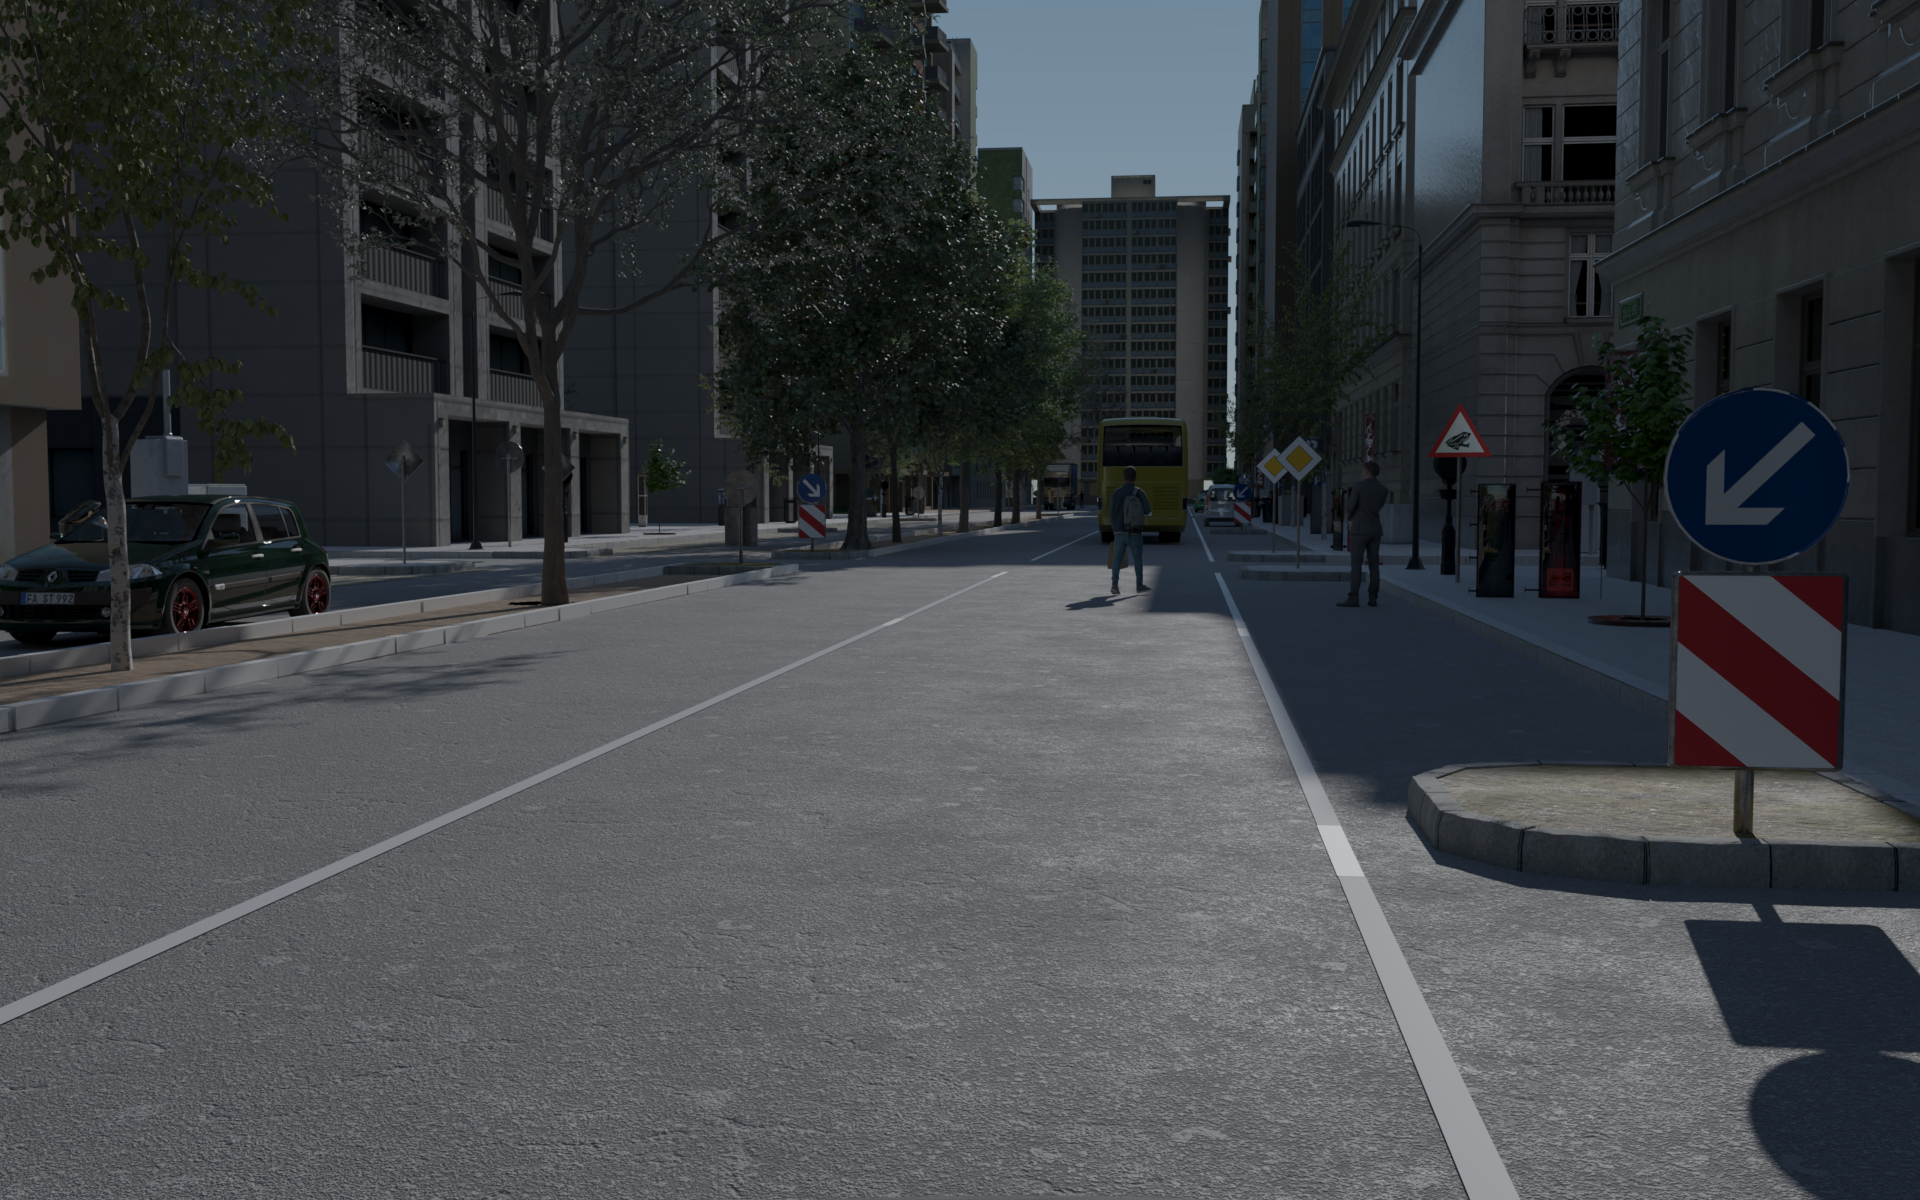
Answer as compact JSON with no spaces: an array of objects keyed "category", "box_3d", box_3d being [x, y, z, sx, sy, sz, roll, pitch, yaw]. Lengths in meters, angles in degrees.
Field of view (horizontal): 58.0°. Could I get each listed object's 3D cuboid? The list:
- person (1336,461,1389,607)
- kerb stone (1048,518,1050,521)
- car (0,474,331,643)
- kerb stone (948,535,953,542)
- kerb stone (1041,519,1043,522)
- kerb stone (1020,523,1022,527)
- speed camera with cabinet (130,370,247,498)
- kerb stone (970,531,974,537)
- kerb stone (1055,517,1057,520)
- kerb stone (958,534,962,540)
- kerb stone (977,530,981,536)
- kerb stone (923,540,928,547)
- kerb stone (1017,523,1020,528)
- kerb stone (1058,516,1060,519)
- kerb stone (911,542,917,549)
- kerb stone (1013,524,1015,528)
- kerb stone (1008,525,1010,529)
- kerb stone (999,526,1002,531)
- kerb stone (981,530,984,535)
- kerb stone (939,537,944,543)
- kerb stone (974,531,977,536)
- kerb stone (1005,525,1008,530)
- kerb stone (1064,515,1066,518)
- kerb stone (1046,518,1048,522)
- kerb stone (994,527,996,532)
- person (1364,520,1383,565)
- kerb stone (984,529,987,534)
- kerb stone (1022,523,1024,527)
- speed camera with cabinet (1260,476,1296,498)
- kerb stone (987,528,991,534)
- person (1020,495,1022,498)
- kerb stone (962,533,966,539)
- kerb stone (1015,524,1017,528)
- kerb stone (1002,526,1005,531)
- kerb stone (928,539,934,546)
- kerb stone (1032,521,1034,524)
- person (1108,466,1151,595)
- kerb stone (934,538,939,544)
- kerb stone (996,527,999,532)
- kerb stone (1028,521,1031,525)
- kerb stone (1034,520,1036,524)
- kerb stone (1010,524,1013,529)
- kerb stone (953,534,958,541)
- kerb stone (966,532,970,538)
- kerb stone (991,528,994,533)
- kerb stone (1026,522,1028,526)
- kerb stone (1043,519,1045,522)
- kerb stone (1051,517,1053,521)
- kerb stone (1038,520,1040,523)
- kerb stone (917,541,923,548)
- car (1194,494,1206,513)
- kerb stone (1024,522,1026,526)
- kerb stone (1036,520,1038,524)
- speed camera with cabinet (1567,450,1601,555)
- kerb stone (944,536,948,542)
[{"category":"person","box_3d":[5.125,-0.845,22.128,0.655,1.846,0.447,-2,4,-24]},{"category":"kerb stone","box_3d":[4.423,-4.137,89.845,0.120,0.150,1.000,0,4,7]},{"category":"car","box_3d":[-8.080,-0.491,17.821,2.009,1.686,4.222,0,4,7]},{"category":"kerb stone","box_3d":[-0.414,-1.835,52.194,0.120,0.150,1.000,0,4,7]},{"category":"kerb stone","box_3d":[3.898,-3.878,85.774,0.120,0.150,1.000,0,4,7]},{"category":"kerb stone","box_3d":[2.471,-3.203,74.562,0.120,0.150,1.000,0,4,7]},{"category":"speed camera with cabinet","box_3d":[-12.608,-2.081,28.358,0.660,3.252,2.038,1,4,17]},{"category":"kerb stone","box_3d":[0.248,-2.143,57.287,0.120,0.150,1.000,0,4,7]},{"category":"kerb stone","box_3d":[5.075,-4.449,94.937,0.120,0.150,1.000,0,4,7]},{"category":"kerb stone","box_3d":[-0.145,-1.960,54.236,0.120,0.150,1.000,0,4,7]},{"category":"kerb stone","box_3d":[0.501,-2.271,59.321,0.120,0.150,1.000,0,4,7]},{"category":"kerb stone","box_3d":[-1.061,-1.521,47.095,0.120,0.150,1.000,0,4,7]},{"category":"kerb stone","box_3d":[2.333,-3.141,73.548,0.120,0.150,1.000,0,4,7]},{"category":"kerb stone","box_3d":[5.335,-4.570,96.967,0.120,0.150,1.000,0,4,7]},{"category":"kerb stone","box_3d":[-1.325,-1.399,45.068,0.120,0.150,1.000,0,4,7]},{"category":"kerb stone","box_3d":[2.067,-3.017,71.519,0.120,0.150,1.000,0,4,7]},{"category":"kerb stone","box_3d":[1.797,-2.892,69.485,0.120,0.150,1.000,0,4,7]},{"category":"kerb stone","box_3d":[1.417,-2.706,66.434,0.120,0.150,1.000,0,4,7]},{"category":"kerb stone","box_3d":[0.637,-2.333,60.341,0.120,0.150,1.000,0,4,7]},{"category":"kerb stone","box_3d":[-0.674,-1.707,50.153,0.120,0.150,1.000,0,4,7]},{"category":"kerb stone","box_3d":[0.366,-2.208,58.303,0.120,0.150,1.000,0,4,7]},{"category":"kerb stone","box_3d":[1.683,-2.830,68.461,0.120,0.150,1.000,0,4,7]},{"category":"kerb stone","box_3d":[5.986,-4.884,102.060,0.120,0.150,1.000,0,4,7]},{"category":"kerb stone","box_3d":[4.292,-4.069,88.832,0.120,0.150,1.000,0,4,7]},{"category":"kerb stone","box_3d":[1.150,-2.580,64.407,0.120,0.150,1.000,0,4,7]},{"category":"person","box_3d":[8.139,-1.578,34.315,0.388,1.821,0.555,3,4,38]},{"category":"kerb stone","box_3d":[0.761,-2.392,61.362,0.120,0.150,1.000,0,4,7]},{"category":"kerb stone","box_3d":[2.589,-3.265,75.586,0.120,0.150,1.000,0,4,7]},{"category":"speed camera with cabinet","box_3d":[16.697,-5.906,90.895,0.660,3.252,2.038,-3,5,-39]},{"category":"kerb stone","box_3d":[0.895,-2.450,62.376,0.120,0.150,1.000,0,4,7]},{"category":"person","box_3d":[4.990,-8.254,144.930,0.593,1.643,0.415,3,5,41]},{"category":"kerb stone","box_3d":[-0.011,-2.022,55.252,0.120,0.150,1.000,0,4,7]},{"category":"kerb stone","box_3d":[2.195,-3.076,72.535,0.120,0.150,1.000,0,4,7]},{"category":"kerb stone","box_3d":[1.551,-2.768,67.447,0.120,0.150,1.000,0,4,7]},{"category":"kerb stone","box_3d":[-0.936,-1.585,48.114,0.120,0.150,1.000,0,4,7]},{"category":"kerb stone","box_3d":[3.247,-3.577,80.680,0.120,0.150,1.000,0,4,7]},{"category":"person","box_3d":[2.354,-0.984,24.577,0.794,1.824,0.713,3,5,41]},{"category":"kerb stone","box_3d":[-0.803,-1.648,49.134,0.120,0.150,1.000,0,4,7]},{"category":"kerb stone","box_3d":[1.284,-2.642,65.420,0.120,0.150,1.000,0,4,7]},{"category":"kerb stone","box_3d":[2.988,-3.450,78.640,0.120,0.150,1.000,0,4,7]},{"category":"kerb stone","box_3d":[3.371,-3.637,81.695,0.120,0.150,1.000,0,4,7]},{"category":"kerb stone","box_3d":[1.934,-2.953,70.499,0.120,0.150,1.000,0,4,7]},{"category":"kerb stone","box_3d":[-0.273,-1.898,53.222,0.120,0.150,1.000,0,4,7]},{"category":"kerb stone","box_3d":[0.112,-2.084,56.269,0.120,0.150,1.000,0,4,7]},{"category":"kerb stone","box_3d":[1.023,-2.520,63.392,0.120,0.150,1.000,0,4,7]},{"category":"kerb stone","box_3d":[2.851,-3.390,77.627,0.120,0.150,1.000,0,4,7]},{"category":"kerb stone","box_3d":[4.033,-3.951,86.798,0.120,0.150,1.000,0,4,7]},{"category":"kerb stone","box_3d":[4.687,-4.259,91.887,0.120,0.150,1.000,0,4,7]},{"category":"kerb stone","box_3d":[3.642,-3.757,83.733,0.120,0.150,1.000,0,4,7]},{"category":"kerb stone","box_3d":[-1.192,-1.452,46.082,0.120,0.150,1.000,0,4,7]},{"category":"car","box_3d":[18.981,-7.626,133.488,1.959,1.807,4.718,0,4,8]},{"category":"kerb stone","box_3d":[2.720,-3.323,76.605,0.120,0.150,1.000,0,4,7]},{"category":"kerb stone","box_3d":[3.509,-3.701,82.713,0.120,0.150,1.000,0,4,7]},{"category":"speed camera with cabinet","box_3d":[13.419,-2.623,37.216,0.660,3.252,2.038,1,4,22]},{"category":"kerb stone","box_3d":[-0.545,-1.772,51.167,0.120,0.150,1.000,0,4,7]}]
